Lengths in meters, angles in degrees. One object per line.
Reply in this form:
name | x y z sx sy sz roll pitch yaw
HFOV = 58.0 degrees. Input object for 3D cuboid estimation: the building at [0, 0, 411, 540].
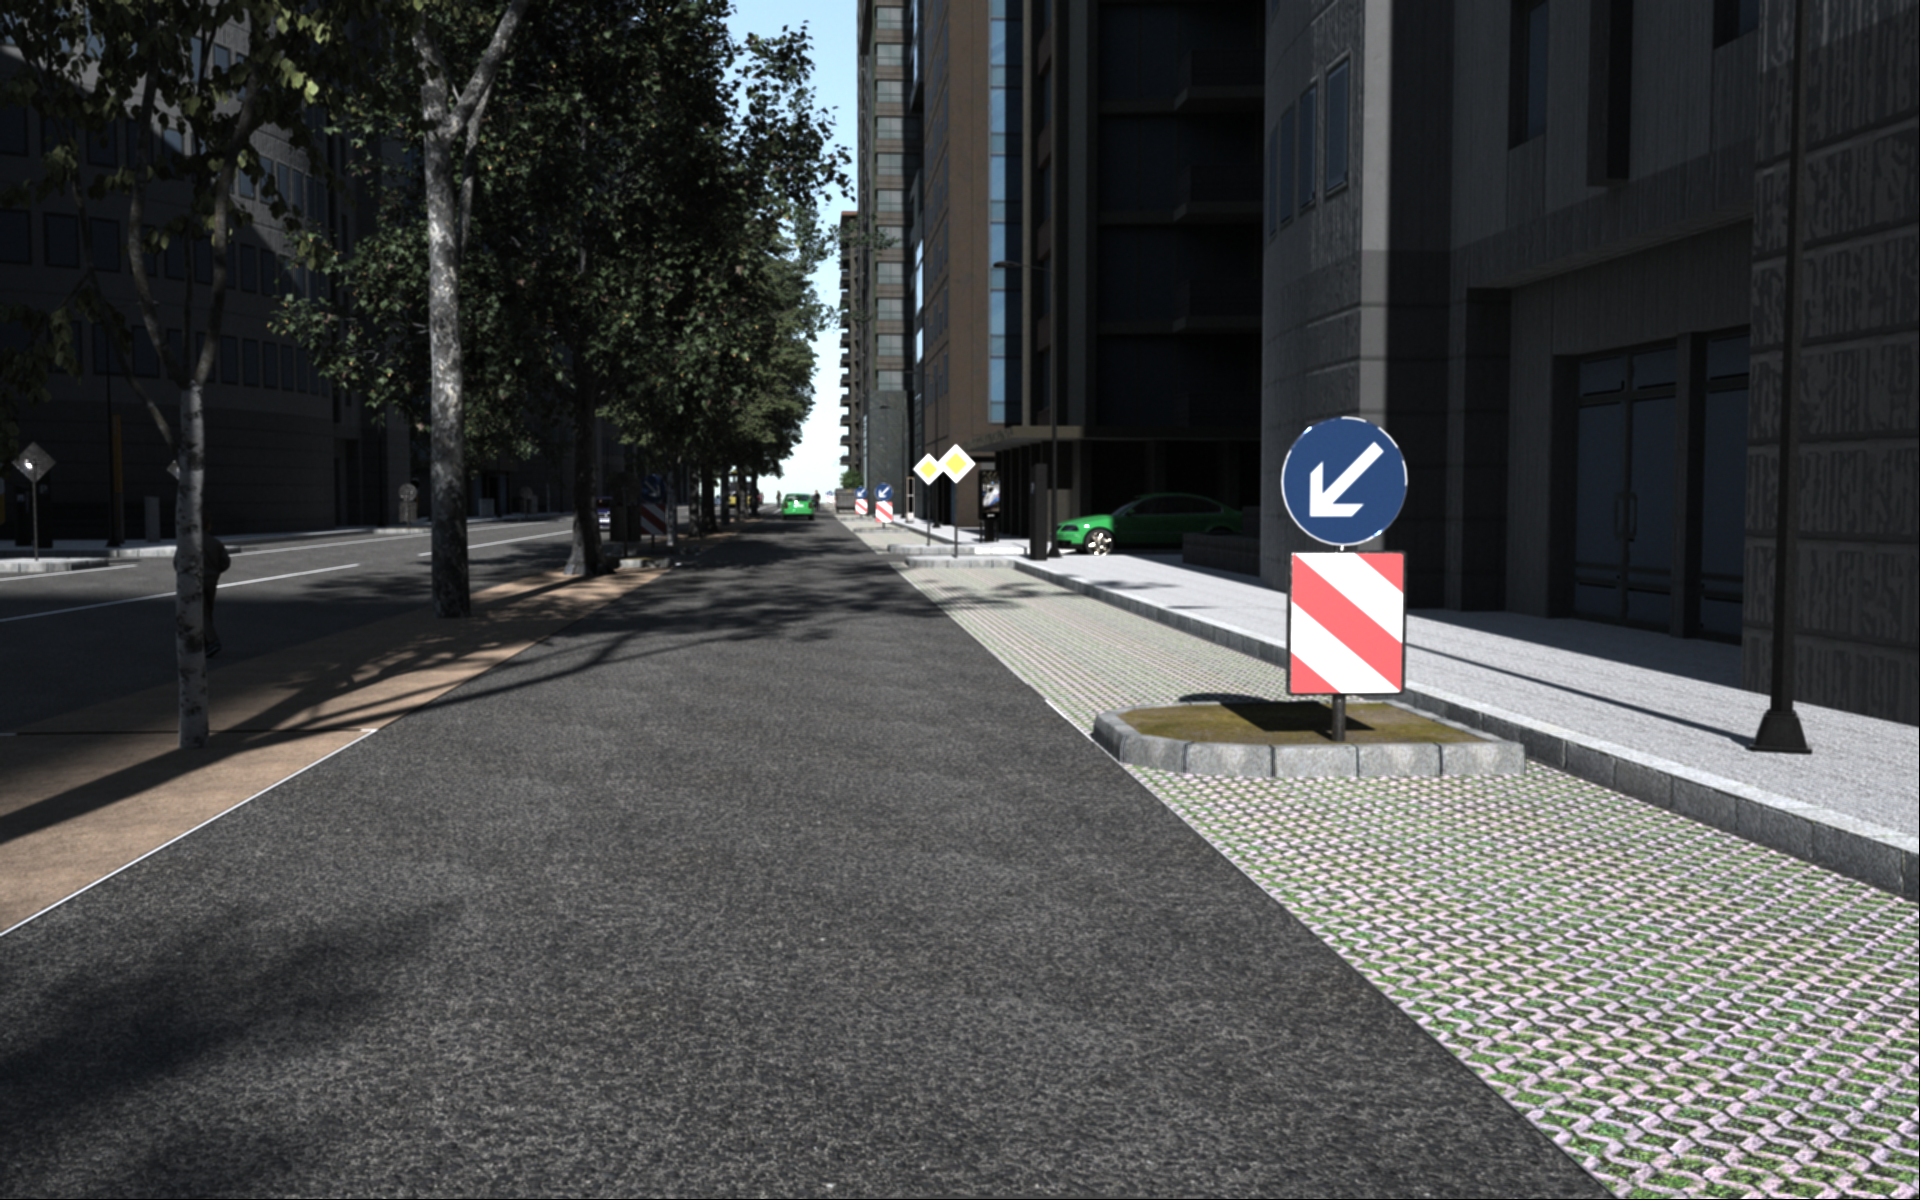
building | -32.918 -31.566 58.111 21.231 58.520 28.212 0 4 -5

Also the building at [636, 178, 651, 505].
building | -39.717 -30.226 177.797 14.154 41.232 14.086 0 4 -5

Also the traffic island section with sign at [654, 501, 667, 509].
traffic island section with sign | -29.439 -9.720 167.556 1.989 1.847 2.006 0 4 -5

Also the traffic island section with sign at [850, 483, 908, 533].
traffic island section with sign | -2.972 -3.416 64.485 1.989 1.847 2.006 0 4 -5

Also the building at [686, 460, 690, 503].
building | -47.093 -35.331 261.250 14.154 41.232 14.086 0 4 -5

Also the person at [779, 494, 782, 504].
person | -26.973 -15.288 258.536 0.705 1.814 1.350 -3 5 -41

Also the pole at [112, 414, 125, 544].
pole | -21.609 -3.096 44.460 0.158 3.312 0.155 0 3 0

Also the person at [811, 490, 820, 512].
person | -11.856 -8.119 141.778 0.750 1.759 0.617 -3 4 -37

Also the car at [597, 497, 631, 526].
car | -13.575 -3.341 67.203 1.945 1.354 3.894 0 4 -7

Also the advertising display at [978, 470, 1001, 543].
advertising display | 0.785 -2.505 46.171 0.123 1.923 0.974 2 4 32

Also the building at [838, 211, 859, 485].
building | -7.167 -37.185 262.606 22.147 44.769 28.867 0 4 -5

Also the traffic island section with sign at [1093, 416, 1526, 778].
traffic island section with sign | 1.801 -0.062 9.647 1.989 1.847 2.006 0 4 -5

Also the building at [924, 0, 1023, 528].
building | 5.861 -25.794 71.849 14.600 45.320 14.200 0 4 -5

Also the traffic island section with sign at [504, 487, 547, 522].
traffic island section with sign | -22.761 -5.029 90.849 1.989 1.847 2.006 0 4 -5

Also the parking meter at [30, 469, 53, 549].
parking meter | -21.690 -2.151 40.883 0.255 1.863 0.399 3 5 39

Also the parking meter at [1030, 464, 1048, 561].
parking meter | 1.521 -1.699 33.496 0.255 1.863 0.399 -1 4 -15

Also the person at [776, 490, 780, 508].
person | -18.969 -10.525 180.589 0.705 1.822 1.348 -1 4 -20

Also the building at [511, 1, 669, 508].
building | -47.371 -40.925 211.118 21.231 58.520 28.212 0 4 -5

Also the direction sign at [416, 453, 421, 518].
direction sign | -28.635 -6.074 91.314 0.379 3.537 0.876 -1 4 -13

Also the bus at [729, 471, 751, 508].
bus | -22.481 -11.461 178.933 2.896 3.916 12.252 0 4 -4

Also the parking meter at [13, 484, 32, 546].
parking meter | -23.078 -2.094 42.651 0.372 1.533 0.369 0 3 0

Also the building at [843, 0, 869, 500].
building | -5.714 -48.862 237.139 20.563 71.187 20.611 0 4 -5

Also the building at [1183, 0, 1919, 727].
building | 14.700 -29.260 20.409 21.231 58.520 28.212 0 4 -5

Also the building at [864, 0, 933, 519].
building | 5.897 -48.231 101.253 22.319 86.520 31.000 0 4 -5

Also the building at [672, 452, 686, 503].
building | -45.074 -33.605 233.034 14.154 41.232 14.086 0 4 -5

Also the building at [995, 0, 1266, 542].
building | 14.790 -24.449 54.367 28.867 44.769 22.147 0 4 -5

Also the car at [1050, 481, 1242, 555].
car | 4.403 -1.872 39.406 4.718 1.807 1.959 0 4 -6

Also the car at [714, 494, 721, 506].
car | -28.514 -11.960 207.544 2.014 1.417 4.499 0 4 -7

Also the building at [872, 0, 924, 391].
building | 0.487 -27.243 129.024 14.154 41.232 14.086 0 4 -5

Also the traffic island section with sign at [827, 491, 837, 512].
traffic island section with sign | -9.734 -8.167 142.155 1.989 1.847 2.006 0 4 -5

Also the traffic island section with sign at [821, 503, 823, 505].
traffic island section with sign | -16.883 -13.187 224.238 1.989 1.847 2.006 0 4 -5

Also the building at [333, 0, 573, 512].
building | -41.341 -37.550 155.940 21.231 58.520 28.212 0 4 -5

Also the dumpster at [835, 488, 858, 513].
dumpster | -8.565 -7.522 131.200 1.865 1.857 1.264 0 4 -6

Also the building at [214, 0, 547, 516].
building | -39.036 -35.833 127.874 21.231 58.520 28.212 0 4 -5

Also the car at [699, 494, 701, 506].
car | -27.842 -10.755 187.642 2.131 1.459 4.920 0 4 -3

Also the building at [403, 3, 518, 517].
building | -34.443 -27.613 101.590 14.600 45.320 14.200 0 4 -5

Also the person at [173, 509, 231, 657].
person | -6.692 -0.153 15.276 0.640 1.303 0.475 3 5 40

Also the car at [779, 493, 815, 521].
car | -8.859 -5.236 94.401 1.959 1.807 4.718 0 4 -6

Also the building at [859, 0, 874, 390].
building | 4.370 -36.154 180.352 28.713 52.752 27.495 0 4 -5

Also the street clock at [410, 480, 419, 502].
street clock | -28.043 -5.168 89.063 0.471 2.002 0.358 -1 4 -20

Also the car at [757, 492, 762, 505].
car | -27.949 -13.858 235.245 2.281 1.827 5.304 0 4 -5

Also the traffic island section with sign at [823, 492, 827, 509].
traffic island section with sign | -12.072 -9.809 169.009 1.989 1.847 2.006 0 4 -5

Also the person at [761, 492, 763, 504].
person | -27.481 -14.193 241.240 0.721 1.739 1.217 -2 4 -32

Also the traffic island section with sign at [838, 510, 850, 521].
traffic island section with sign | -5.369 -5.092 91.881 1.989 1.847 2.006 0 4 -5

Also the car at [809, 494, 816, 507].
car | -16.694 -10.922 190.583 2.014 1.417 4.499 0 4 -5
